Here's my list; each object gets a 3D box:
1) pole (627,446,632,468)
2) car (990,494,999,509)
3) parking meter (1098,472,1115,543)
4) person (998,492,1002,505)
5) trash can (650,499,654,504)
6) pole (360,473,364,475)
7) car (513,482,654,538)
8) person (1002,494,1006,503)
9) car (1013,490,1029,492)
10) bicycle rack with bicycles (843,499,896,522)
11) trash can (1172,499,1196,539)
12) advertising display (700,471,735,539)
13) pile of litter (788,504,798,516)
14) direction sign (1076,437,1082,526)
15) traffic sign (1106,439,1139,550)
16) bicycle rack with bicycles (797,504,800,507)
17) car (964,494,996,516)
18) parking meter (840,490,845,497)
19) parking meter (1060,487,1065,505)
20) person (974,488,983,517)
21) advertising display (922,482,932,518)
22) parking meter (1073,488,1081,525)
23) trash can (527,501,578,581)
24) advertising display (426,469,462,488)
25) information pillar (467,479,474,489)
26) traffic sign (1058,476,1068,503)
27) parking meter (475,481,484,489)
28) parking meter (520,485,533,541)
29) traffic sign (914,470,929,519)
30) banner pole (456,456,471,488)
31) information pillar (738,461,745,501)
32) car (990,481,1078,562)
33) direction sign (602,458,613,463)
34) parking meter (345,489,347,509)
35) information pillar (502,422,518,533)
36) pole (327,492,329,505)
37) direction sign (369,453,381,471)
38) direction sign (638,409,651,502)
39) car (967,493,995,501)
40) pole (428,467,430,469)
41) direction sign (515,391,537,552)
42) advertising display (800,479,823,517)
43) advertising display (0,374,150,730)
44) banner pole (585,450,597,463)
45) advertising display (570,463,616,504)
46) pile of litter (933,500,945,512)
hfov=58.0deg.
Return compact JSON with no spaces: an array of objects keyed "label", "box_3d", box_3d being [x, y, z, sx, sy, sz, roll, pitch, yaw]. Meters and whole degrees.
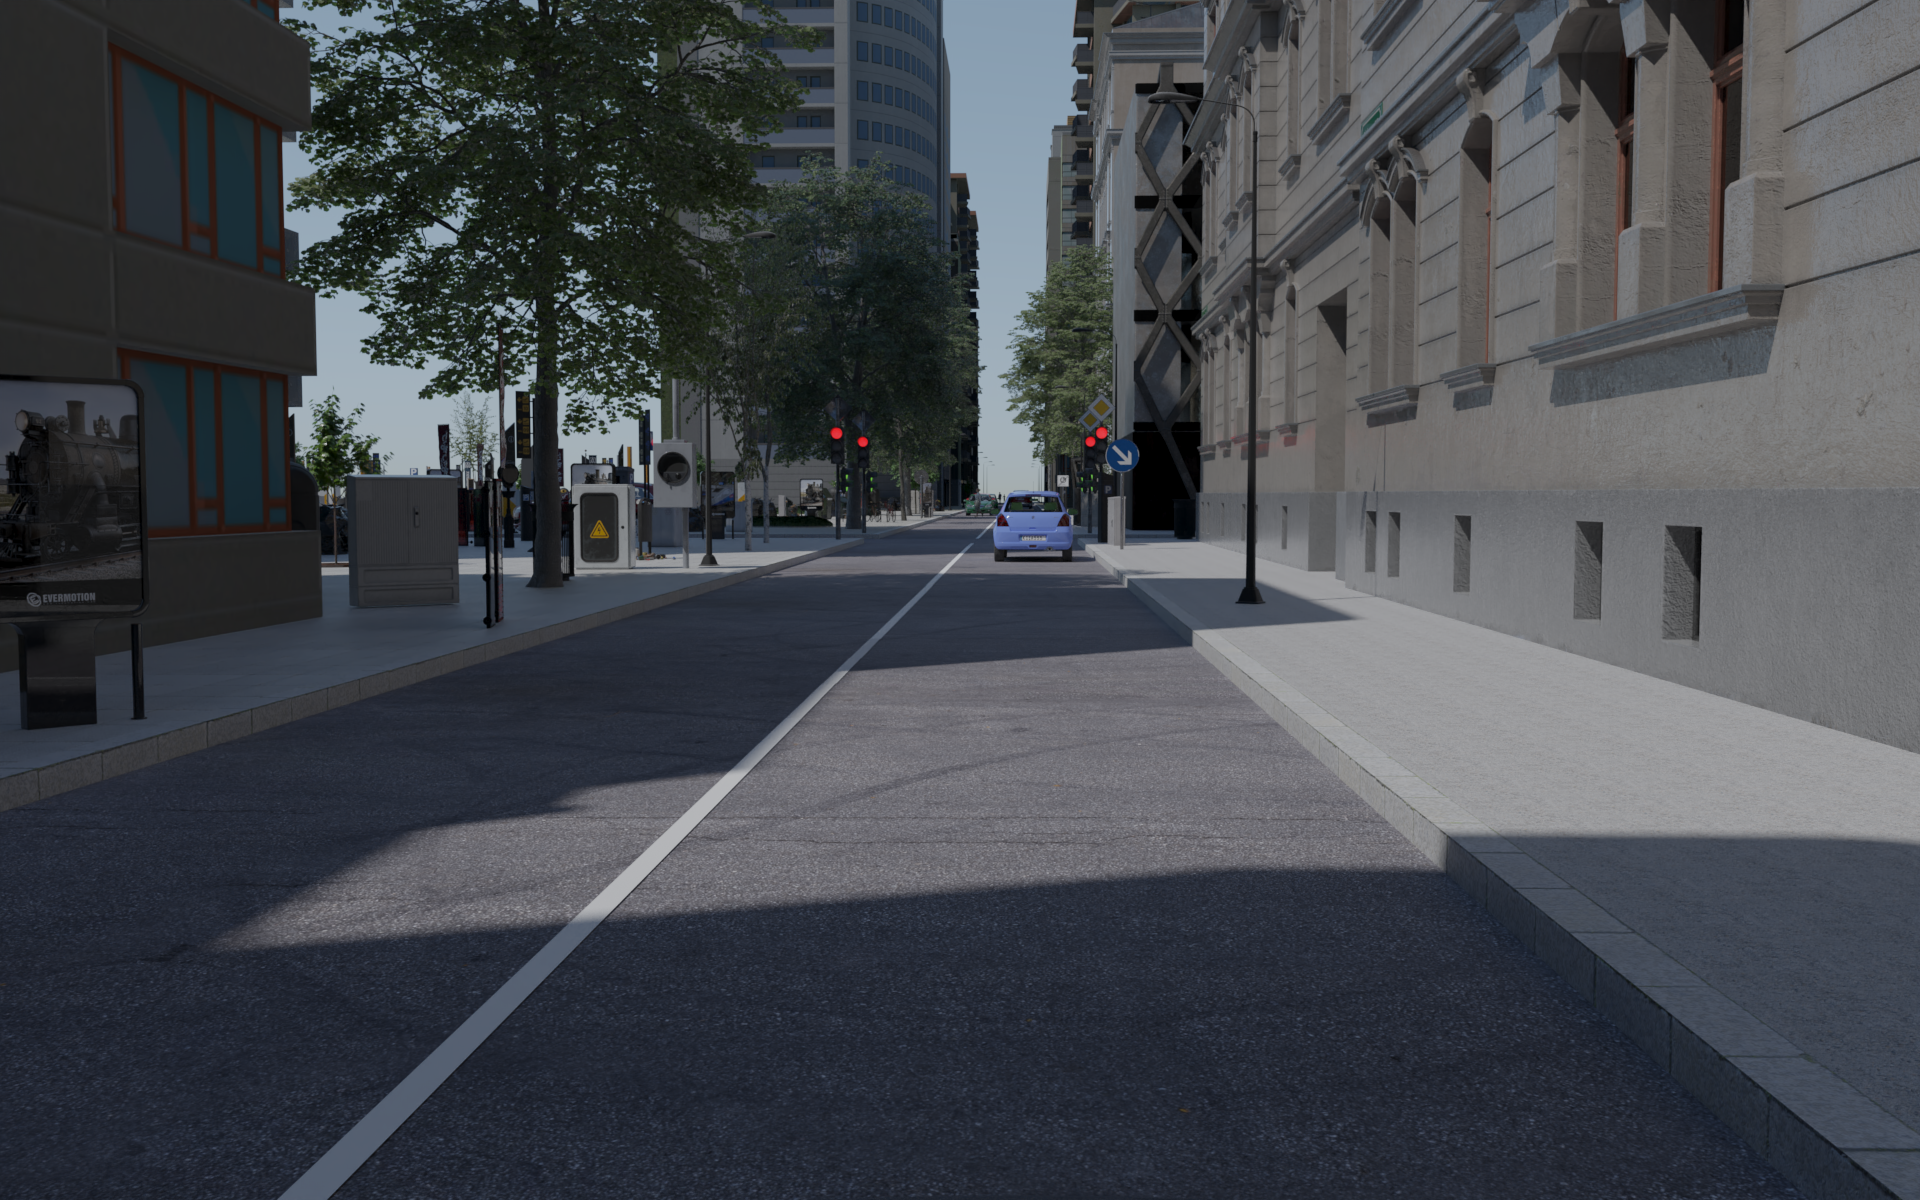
[{"label":"pole","box_3d":[-14.146,-4.916,74.213,0.158,3.312,0.155,0,3,0]},{"label":"car","box_3d":[2.511,-8.850,153.485,1.959,1.807,4.718,0,4,1]},{"label":"parking meter","box_3d":[3.860,-2.448,45.742,0.399,1.863,0.255,-2,4,-24]},{"label":"person","box_3d":[5.348,-13.606,231.876,0.541,1.710,0.530,-1,4,-16]},{"label":"trash can","box_3d":[-8.629,-2.322,49.615,0.748,1.137,0.748,0,3,0]},{"label":"pole","box_3d":[-29.562,-5.616,85.660,0.158,3.312,0.155,0,3,0]},{"label":"car","box_3d":[-11.272,-2.771,53.971,5.304,1.827,2.281,0,4,3]},{"label":"person","box_3d":[6.985,-15.945,272.457,1.065,1.426,0.557,3,5,43]},{"label":"car","box_3d":[5.608,-9.146,158.204,2.281,1.827,5.304,0,4,3]},{"label":"bicycle rack with bicycles","box_3d":[-4.241,-4.024,79.180,2.852,0.926,2.925,-1,4,-11]},{"label":"trash can","box_3d":[6.384,-2.294,49.165,0.748,1.137,0.748,0,3,0]},{"label":"advertising display","box_3d":[-6.874,-2.688,49.168,0.974,1.923,0.123,-1,4,-15]},{"label":"pile of litter","box_3d":[-7.667,-3.854,76.972,1.176,0.858,1.719,1,4,10]},{"label":"direction sign","box_3d":[4.858,-4.729,69.311,0.379,3.537,0.876,0,4,5]},{"label":"traffic sign","box_3d":[3.747,-2.440,40.001,0.768,2.556,0.104,1,4,8]},{"label":"bicycle rack with bicycles","box_3d":[-9.255,-6.150,113.936,2.852,0.926,2.925,3,5,42]},{"label":"car","box_3d":[1.329,-6.324,115.201,2.131,1.459,4.920,0,4,2]},{"label":"parking meter","box_3d":[-6.331,-5.153,92.667,0.372,1.533,0.369,0,3,0]},{"label":"parking meter","box_3d":[6.782,-6.601,113.629,0.399,1.863,0.255,-2,4,-31]},{"label":"person","box_3d":[1.178,-6.077,108.092,0.641,1.798,0.478,0,4,-5]},{"label":"advertising display","box_3d":[-1.822,-5.431,94.012,0.123,1.923,0.974,2,4,29]},{"label":"parking meter","box_3d":[4.824,-3.829,71.016,0.372,1.533,0.369,0,3,0]},{"label":"trash can","box_3d":[-6.031,-0.858,25.687,0.748,1.137,0.748,0,3,0]},{"label":"advertising display","box_3d":[-13.218,-2.399,44.444,0.123,1.923,0.974,3,5,41]},{"label":"information pillar","box_3d":[-23.452,-4.805,83.057,0.304,2.012,0.304,-1,4,-22]},{"label":"traffic sign","box_3d":[5.685,-5.710,95.490,0.606,2.300,0.079,0,4,8]},{"label":"parking meter","box_3d":[-21.574,-4.416,77.911,0.399,1.863,0.255,1,4,17]},{"label":"parking meter","box_3d":[-11.829,-2.381,47.345,0.372,1.533,0.369,0,3,0]},{"label":"traffic sign","box_3d":[-2.028,-5.548,90.815,0.768,2.556,0.104,0,4,5]},{"label":"banner pole","box_3d":[-32.308,-7.536,113.226,0.863,3.779,0.401,1,4,17]},{"label":"information pillar","box_3d":[-15.555,-8.059,123.114,0.504,3.616,0.183,-1,4,-17]},{"label":"car","box_3d":[1.620,-1.732,37.904,1.945,1.707,3.694,0,4,3]},{"label":"direction sign","box_3d":[-21.911,-7.081,107.775,0.876,3.537,0.379,2,4,29]},{"label":"parking meter","box_3d":[-47.103,-7.801,133.250,0.255,1.863,0.399,3,5,44]},{"label":"information pillar","box_3d":[-14.692,-3.981,56.438,0.504,3.616,0.183,-3,5,-44]},{"label":"pole","box_3d":[-39.182,-6.930,107.148,0.158,3.312,0.155,0,3,0]},{"label":"direction sign","box_3d":[-32.339,-6.310,95.165,0.876,3.537,0.379,-2,4,-24]},{"label":"direction sign","box_3d":[-8.478,-3.340,46.605,0.379,3.537,0.876,-2,4,-29]},{"label":"car","box_3d":[1.585,-7.340,129.050,2.155,1.783,4.494,0,4,3]},{"label":"pole","box_3d":[-39.424,-8.246,128.662,0.158,3.312,0.155,0,3,0]},{"label":"direction sign","box_3d":[-9.405,-2.832,38.302,0.876,3.537,0.379,-3,5,-43]},{"label":"advertising display","box_3d":[-6.165,-4.080,71.922,0.974,1.923,0.123,0,4,1]},{"label":"advertising display","box_3d":[-4.975,-0.263,9.510,0.123,1.923,0.974,3,5,43]},{"label":"banner pole","box_3d":[-20.816,-6.573,97.486,0.863,3.779,0.401,-2,4,-27]},{"label":"advertising display","box_3d":[-7.611,-1.881,35.971,0.974,1.923,0.123,1,4,14]},{"label":"pile of litter","box_3d":[-1.836,-6.903,126.830,1.719,0.858,1.176,-2,4,-24]}]
